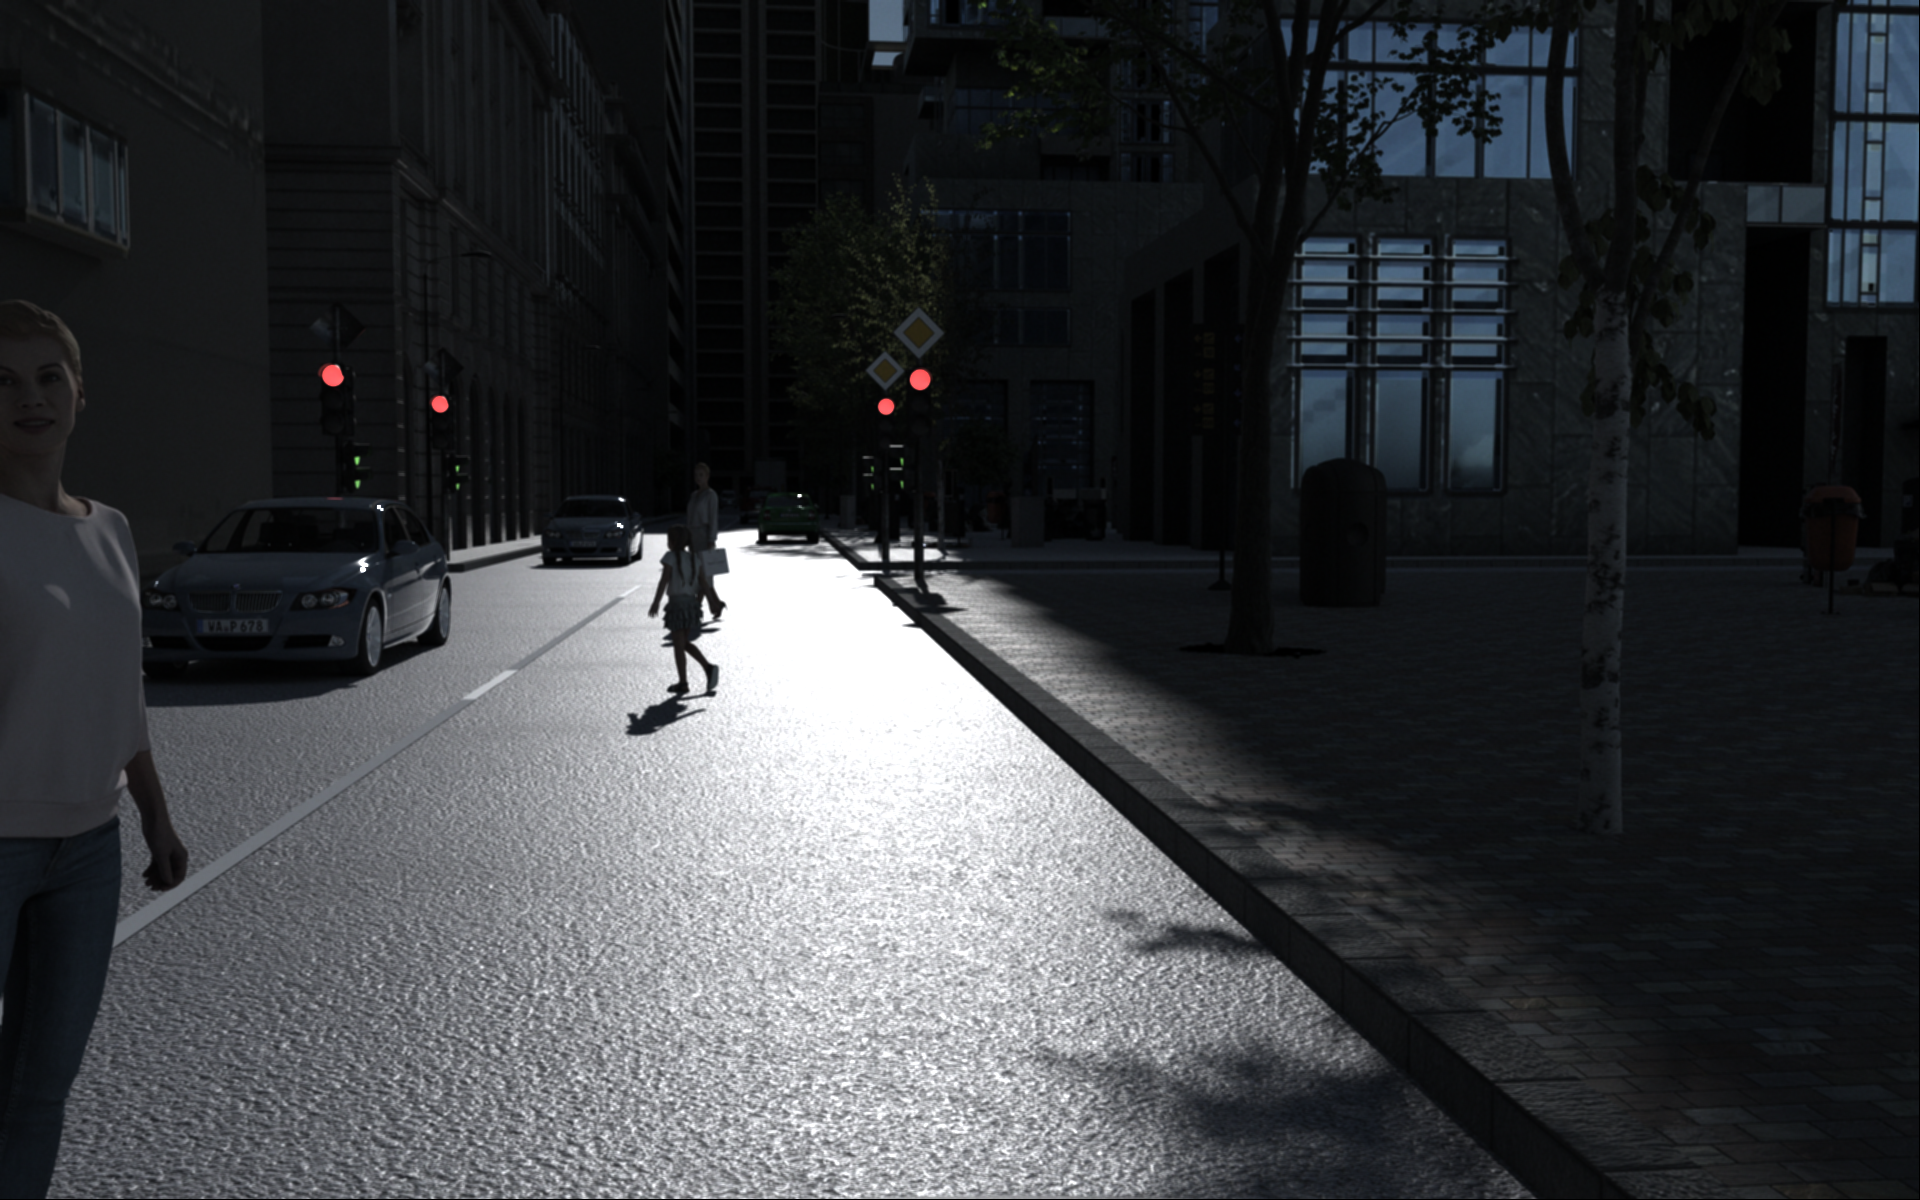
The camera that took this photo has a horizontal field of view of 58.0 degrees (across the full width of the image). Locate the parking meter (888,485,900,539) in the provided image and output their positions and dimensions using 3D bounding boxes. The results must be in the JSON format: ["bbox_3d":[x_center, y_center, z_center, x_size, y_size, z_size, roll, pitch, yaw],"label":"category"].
[{"bbox_3d":[-1.892,-2.488,49.084,0.372,1.533,0.369,0,3,0],"label":"parking meter"}]

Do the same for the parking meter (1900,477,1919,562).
[{"bbox_3d":[13.403,-0.970,24.279,0.372,1.533,0.369,0,3,0],"label":"parking meter"}]

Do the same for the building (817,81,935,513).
[{"bbox_3d":[-3.298,-21.642,125.545,14.160,30.474,14.107,0,4,-6],"label":"building"}]

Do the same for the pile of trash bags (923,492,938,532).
[{"bbox_3d":[-0.366,-3.058,59.747,1.912,1.369,3.447,-2,4,-32],"label":"pile of trash bags"}]

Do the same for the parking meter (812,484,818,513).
[{"bbox_3d":[-8.164,-5.619,97.586,0.255,1.863,0.399,-2,4,-34],"label":"parking meter"}]

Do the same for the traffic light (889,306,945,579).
[{"bbox_3d":[-0.639,-2.272,26.060,0.839,4.253,0.868,0,4,-6],"label":"traffic light"}]

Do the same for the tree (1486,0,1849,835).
[{"bbox_3d":[2.676,-3.423,6.326,4.737,8.622,4.395,0,3,0],"label":"tree"}]

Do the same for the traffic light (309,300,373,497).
[{"bbox_3d":[-9.002,-2.216,25.158,0.839,4.253,0.868,0,4,-6],"label":"traffic light"}]

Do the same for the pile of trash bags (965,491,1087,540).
[{"bbox_3d":[2.084,-2.442,49.684,3.447,1.369,1.912,-3,5,-42],"label":"pile of trash bags"}]

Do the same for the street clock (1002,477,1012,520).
[{"bbox_3d":[2.017,-4.255,74.136,0.358,2.002,0.471,3,4,36],"label":"street clock"}]

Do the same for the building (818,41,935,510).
[{"bbox_3d":[3.989,-27.722,145.142,32.217,40.220,23.993,0,4,-6],"label":"building"}]

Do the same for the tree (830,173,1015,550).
[{"bbox_3d":[-0.589,-5.443,39.363,4.360,8.622,3.978,0,3,0],"label":"tree"}]

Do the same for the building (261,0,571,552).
[{"bbox_3d":[-17.822,-12.335,43.485,13.314,21.916,24.055,0,4,-6],"label":"building"}]

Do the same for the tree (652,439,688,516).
[{"bbox_3d":[-17.948,-7.360,104.054,4.285,4.588,4.351,0,3,0],"label":"tree"}]

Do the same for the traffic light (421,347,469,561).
[{"bbox_3d":[-9.846,-2.702,33.099,0.839,4.253,0.868,0,4,-6],"label":"traffic light"}]

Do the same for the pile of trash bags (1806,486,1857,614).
[{"bbox_3d":[10.708,-0.515,18.168,3.447,1.369,1.912,2,4,23],"label":"pile of trash bags"}]

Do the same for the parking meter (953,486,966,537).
[{"bbox_3d":[-0.030,-2.635,51.494,0.372,1.533,0.369,0,3,0],"label":"parking meter"}]

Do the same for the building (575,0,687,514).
[{"bbox_3d":[-29.997,-30.168,116.940,21.300,48.544,21.600,0,4,-6],"label":"building"}]

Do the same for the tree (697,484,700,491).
[{"bbox_3d":[-24.585,-10.139,160.381,1.663,3.219,1.824,0,3,0],"label":"tree"}]

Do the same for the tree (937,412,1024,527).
[{"bbox_3d":[0.826,-5.134,67.662,4.285,4.588,4.351,0,3,0],"label":"tree"}]

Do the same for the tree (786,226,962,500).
[{"bbox_3d":[-3.670,-9.529,73.931,7.486,12.596,7.792,0,3,0],"label":"tree"}]

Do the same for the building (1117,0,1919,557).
[{"bbox_3d":[20.132,-44.812,45.354,31.000,86.520,22.319,0,4,-6],"label":"building"}]

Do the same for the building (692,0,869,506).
[{"bbox_3d":[-20.802,-46.648,200.950,20.611,71.187,20.563,0,4,-6],"label":"building"}]

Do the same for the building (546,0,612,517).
[{"bbox_3d":[-18.859,-13.224,65.362,9.793,20.994,18.267,0,4,-6],"label":"building"}]

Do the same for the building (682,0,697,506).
[{"bbox_3d":[-32.971,-36.656,141.320,21.231,58.520,28.212,0,4,-6],"label":"building"}]

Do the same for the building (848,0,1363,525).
[{"bbox_3d":[5.698,-47.707,92.679,22.319,86.520,31.000,0,4,-6],"label":"building"}]

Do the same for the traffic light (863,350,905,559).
[{"bbox_3d":[-1.484,-2.757,34.001,0.839,4.253,0.868,0,4,-6],"label":"traffic light"}]

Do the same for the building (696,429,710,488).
[{"bbox_3d":[-40.782,-52.376,169.019,31.000,86.520,22.319,0,4,-6],"label":"building"}]

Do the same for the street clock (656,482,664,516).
[{"bbox_3d":[-17.495,-5.888,100.843,0.471,2.002,0.358,0,4,4],"label":"street clock"}]

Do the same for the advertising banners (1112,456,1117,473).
[{"bbox_3d":[7.392,-5.043,78.648,0.090,3.025,2.074,-2,4,-25],"label":"advertising banners"}]

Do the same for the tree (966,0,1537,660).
[{"bbox_3d":[2.505,-5.372,13.580,9.928,11.665,9.643,0,3,0],"label":"tree"}]

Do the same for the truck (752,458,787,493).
[{"bbox_3d":[-15.253,-9.183,139.059,2.839,4.237,11.283,0,4,-7],"label":"truck"}]

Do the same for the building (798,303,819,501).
[{"bbox_3d":[-1.908,-19.976,171.640,27.650,21.520,28.899,0,4,-6],"label":"building"}]

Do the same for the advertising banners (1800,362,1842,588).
[{"bbox_3d":[11.923,-1.700,23.983,0.090,3.025,2.074,1,4,16],"label":"advertising banners"}]

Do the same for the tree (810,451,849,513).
[{"bbox_3d":[-8.543,-8.117,116.423,4.285,4.588,4.351,0,3,0],"label":"tree"}]

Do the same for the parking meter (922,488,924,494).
[{"bbox_3d":[-1.649,-3.795,70.466,0.372,1.533,0.369,0,3,0],"label":"parking meter"}]

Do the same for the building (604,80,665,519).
[{"bbox_3d":[-22.122,-14.950,86.230,13.314,21.916,24.055,0,4,-6],"label":"building"}]
